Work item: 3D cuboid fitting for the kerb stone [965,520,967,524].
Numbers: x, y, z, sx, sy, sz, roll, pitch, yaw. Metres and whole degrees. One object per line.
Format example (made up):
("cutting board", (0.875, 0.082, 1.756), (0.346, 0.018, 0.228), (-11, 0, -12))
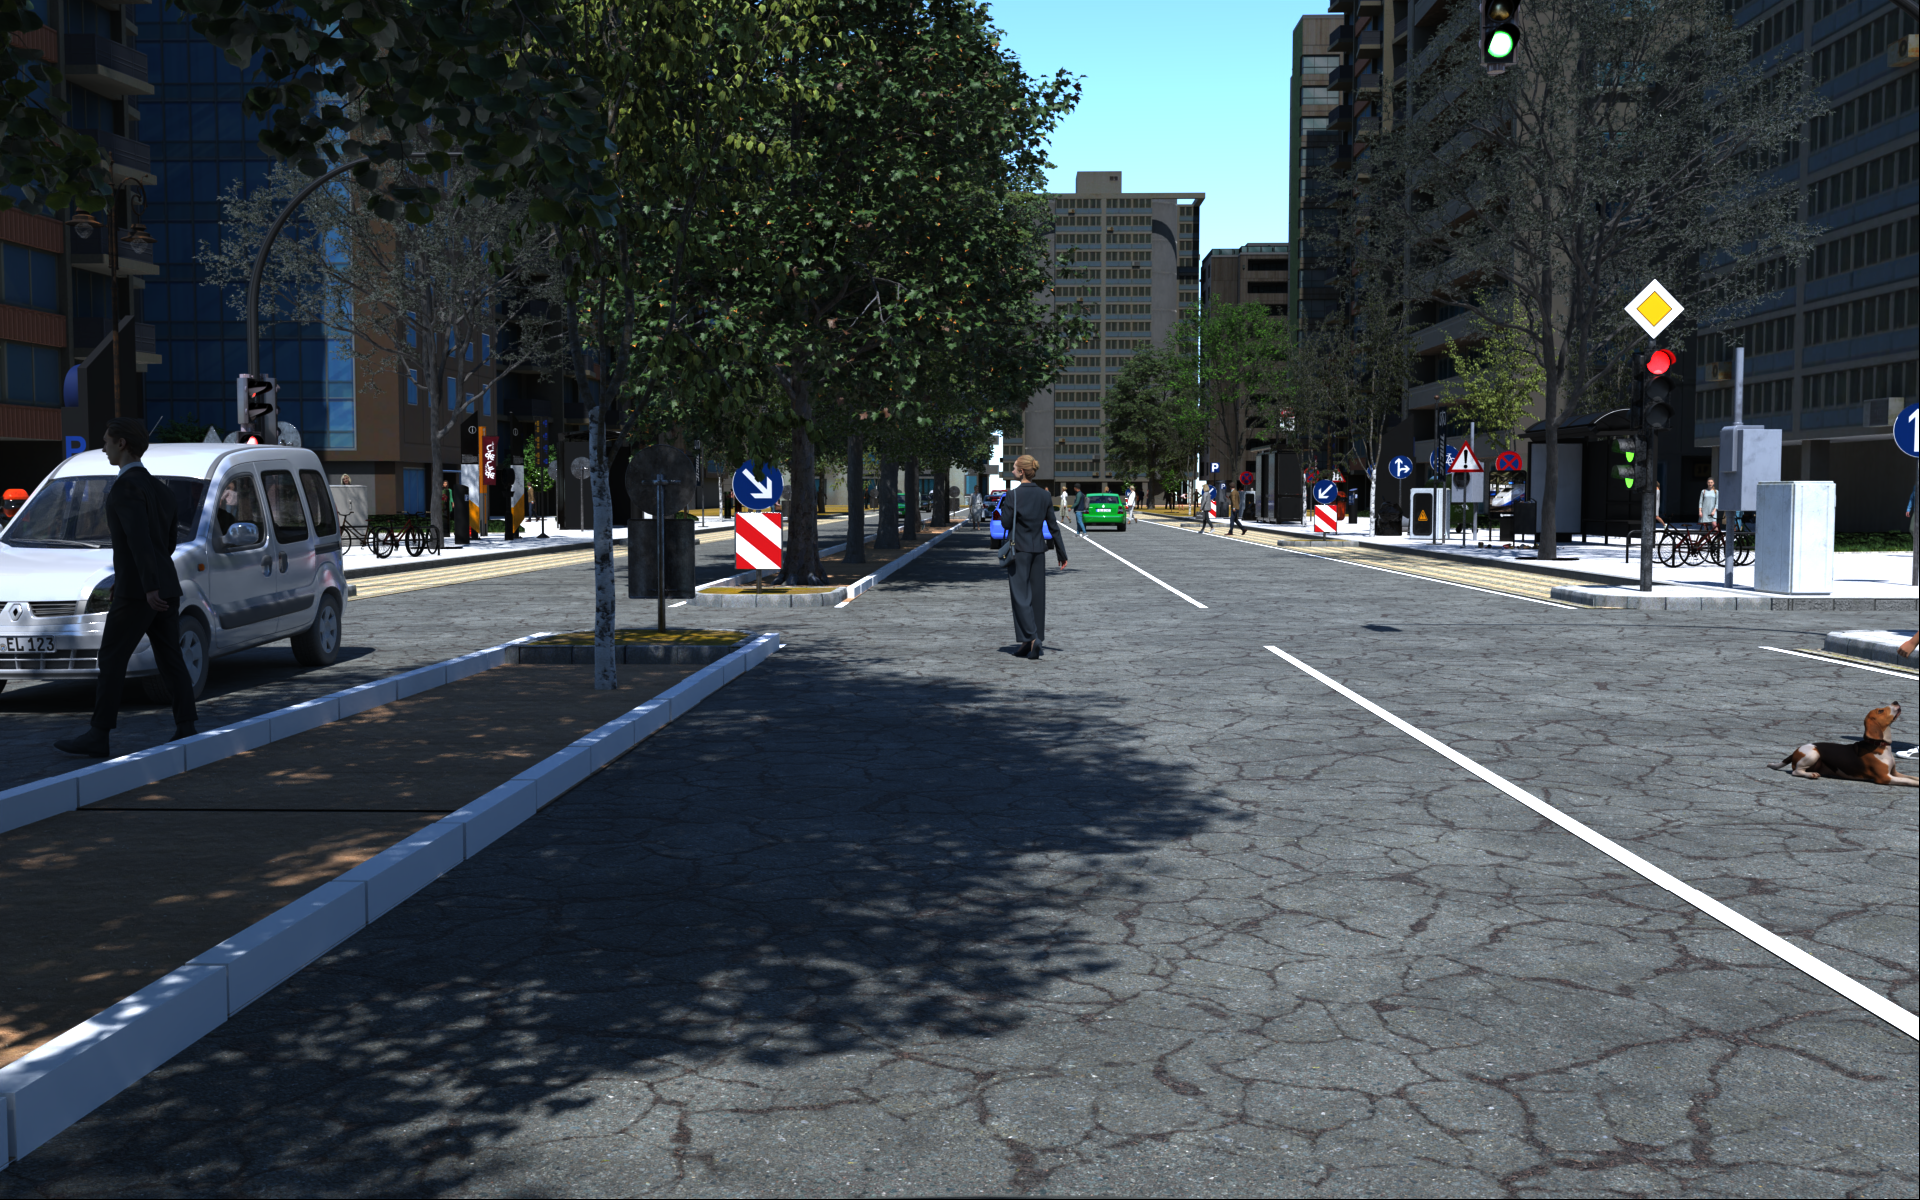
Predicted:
("kerb stone", (0.109, -3.446, 78.540), (0.120, 0.150, 1.000), (0, 4, 2))

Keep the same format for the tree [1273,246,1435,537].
("tree", (12.223, -6.196, 51.667), (4.360, 8.622, 3.978), (0, 3, 0))

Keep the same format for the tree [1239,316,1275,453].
("tree", (13.067, -7.097, 66.397), (4.360, 8.622, 3.978), (0, 3, 0))

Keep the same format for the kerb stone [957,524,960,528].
("kerb stone", (-0.191, -2.812, 68.279), (0.120, 0.150, 1.000), (0, 4, 2))

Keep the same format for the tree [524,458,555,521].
("tree", (-20.724, -5.483, 84.245), (1.663, 3.219, 1.824), (0, 3, 0))

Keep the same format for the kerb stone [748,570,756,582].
("kerb stone", (-3.462, -0.376, 28.341), (0.120, 0.150, 1.000), (0, 4, 2))

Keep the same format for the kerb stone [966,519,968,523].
("kerb stone", (0.179, -3.570, 80.587), (0.120, 0.150, 1.000), (0, 4, 2))

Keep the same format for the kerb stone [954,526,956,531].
("kerb stone", (-0.301, -2.568, 64.184), (0.120, 0.150, 1.000), (0, 4, 2))

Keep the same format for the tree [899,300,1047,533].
("tree", (-1.612, -9.211, 63.430), (12.009, 13.543, 11.850), (0, 3, 0))

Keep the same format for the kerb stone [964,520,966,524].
("kerb stone", (0.085, -3.384, 77.518), (0.120, 0.150, 1.000), (0, 4, 2))

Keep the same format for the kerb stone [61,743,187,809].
("kerb stone", (-4.049, 0.849, 8.375), (0.120, 0.150, 1.000), (0, 4, 2))

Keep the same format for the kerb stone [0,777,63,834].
("kerb stone", (-4.079, 0.908, 7.353), (0.120, 0.150, 1.000), (0, 4, 2))

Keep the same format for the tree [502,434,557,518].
("tree", (-23.253, -6.767, 94.358), (4.285, 4.588, 4.351), (0, 3, 0))

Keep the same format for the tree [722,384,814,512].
("tree", (-10.497, -9.236, 85.425), (8.767, 10.594, 7.601), (1, 4, 10))

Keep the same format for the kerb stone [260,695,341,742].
("kerb stone", (-3.992, 0.723, 10.418), (0.120, 0.150, 1.000), (0, 4, 2))

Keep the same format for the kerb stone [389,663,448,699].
("kerb stone", (-3.930, 0.596, 12.477), (0.120, 0.150, 1.000), (0, 4, 2))

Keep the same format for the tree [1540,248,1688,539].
("tree", (18.905, -6.077, 49.718), (4.360, 8.622, 3.978), (0, 3, 0))

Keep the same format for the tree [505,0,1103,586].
("tree", (-2.478, -6.581, 27.066), (9.611, 12.733, 9.660), (0, 3, 0))

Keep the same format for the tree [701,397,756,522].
("tree", (-11.004, -7.881, 79.211), (4.360, 8.622, 3.978), (0, 3, 0))

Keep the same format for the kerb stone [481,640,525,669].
("kerb stone", (-3.873, 0.473, 14.531), (0.120, 0.150, 1.000), (0, 4, 2))

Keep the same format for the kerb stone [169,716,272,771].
("kerb stone", (-4.018, 0.785, 9.396), (0.120, 0.150, 1.000), (0, 4, 2))

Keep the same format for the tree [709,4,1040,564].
("tree", (-2.252, -7.041, 35.699), (7.486, 12.596, 7.792), (0, 3, 0))

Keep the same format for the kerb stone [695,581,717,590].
("kerb stone", (-3.586, -0.125, 24.238), (0.120, 0.150, 1.000), (0, 4, 2))

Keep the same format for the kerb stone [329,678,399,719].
("kerb stone", (-3.964, 0.657, 11.447), (0.120, 0.150, 1.000), (0, 4, 2))

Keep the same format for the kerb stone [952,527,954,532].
("kerb stone", (-0.371, -2.443, 62.133), (0.120, 0.150, 1.000), (0, 4, 2))

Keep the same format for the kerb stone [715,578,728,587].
("kerb stone", (-3.559, -0.186, 25.263), (0.120, 0.150, 1.000), (0, 4, 2))

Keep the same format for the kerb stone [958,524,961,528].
("kerb stone", (-0.149, -2.881, 69.300), (0.120, 0.150, 1.000), (0, 4, 2))

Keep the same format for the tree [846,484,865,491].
("tree", (-9.011, -9.212, 145.215), (1.663, 3.219, 1.824), (0, 3, 0))

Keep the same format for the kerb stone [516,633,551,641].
("kerb stone", (-3.851, 0.409, 15.555), (0.120, 0.150, 1.000), (0, 4, 2))

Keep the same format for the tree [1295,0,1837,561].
("tree", (11.551, -7.512, 33.198), (12.009, 13.543, 11.850), (0, 3, 0))

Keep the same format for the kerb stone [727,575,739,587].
("kerb stone", (-3.532, -0.248, 26.291), (0.120, 0.150, 1.000), (0, 4, 2))

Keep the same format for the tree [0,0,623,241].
("tree", (-3.139, -5.765, 3.378), (9.857, 13.997, 8.962), (0, 3, 0))

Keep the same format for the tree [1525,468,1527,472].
("tree", (22.962, -4.497, 68.133), (1.663, 3.219, 1.824), (0, 3, 0))

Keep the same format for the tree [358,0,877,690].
("tree", (-2.557, -3.629, 12.160), (4.737, 8.622, 4.395), (0, 3, 0))

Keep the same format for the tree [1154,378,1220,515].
("tree", (14.077, -9.534, 106.241), (4.360, 8.622, 3.978), (0, 3, 0))

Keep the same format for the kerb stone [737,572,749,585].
("kerb stone", (-3.501, -0.313, 27.317), (0.120, 0.150, 1.000), (0, 4, 2))

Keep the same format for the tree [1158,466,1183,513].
("tree", (14.431, -7.523, 117.599), (1.663, 3.219, 1.824), (0, 3, 0))

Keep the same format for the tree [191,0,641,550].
("tree", (-12.102, -7.938, 40.161), (12.009, 13.543, 11.850), (0, 3, 0))

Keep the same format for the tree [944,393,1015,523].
("tree", (-0.576, -9.566, 84.621), (9.928, 11.665, 9.643), (0, 3, 0))

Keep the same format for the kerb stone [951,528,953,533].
("kerb stone", (-0.396, -2.380, 61.111), (0.120, 0.150, 1.000), (0, 4, 2))

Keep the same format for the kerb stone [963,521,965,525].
("kerb stone", (0.020, -3.259, 75.472), (0.120, 0.150, 1.000), (0, 4, 2))

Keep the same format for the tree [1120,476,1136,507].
("tree", (16.688, -10.966, 173.890), (1.663, 3.219, 1.824), (0, 3, 0))

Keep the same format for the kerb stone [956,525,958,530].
("kerb stone", (-0.247, -2.691, 66.233), (0.120, 0.150, 1.000), (0, 4, 2))

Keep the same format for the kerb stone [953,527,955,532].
("kerb stone", (-0.336, -2.503, 63.160), (0.120, 0.150, 1.000), (0, 4, 2))

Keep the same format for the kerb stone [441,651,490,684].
("kerb stone", (-3.895, 0.535, 13.499), (0.120, 0.150, 1.000), (0, 4, 2))

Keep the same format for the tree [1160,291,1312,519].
("tree", (14.050, -9.935, 88.199), (9.928, 11.665, 9.643), (0, 3, 0))

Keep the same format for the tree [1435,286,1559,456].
("tree", (18.804, -6.709, 60.052), (4.737, 8.622, 4.395), (0, 3, 0))

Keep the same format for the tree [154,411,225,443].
("tree", (-30.554, -5.202, 68.760), (4.285, 4.588, 4.351), (0, 3, 0))

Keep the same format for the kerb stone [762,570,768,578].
("kerb stone", (-3.430, -0.438, 29.363), (0.120, 0.150, 1.000), (0, 4, 2))
